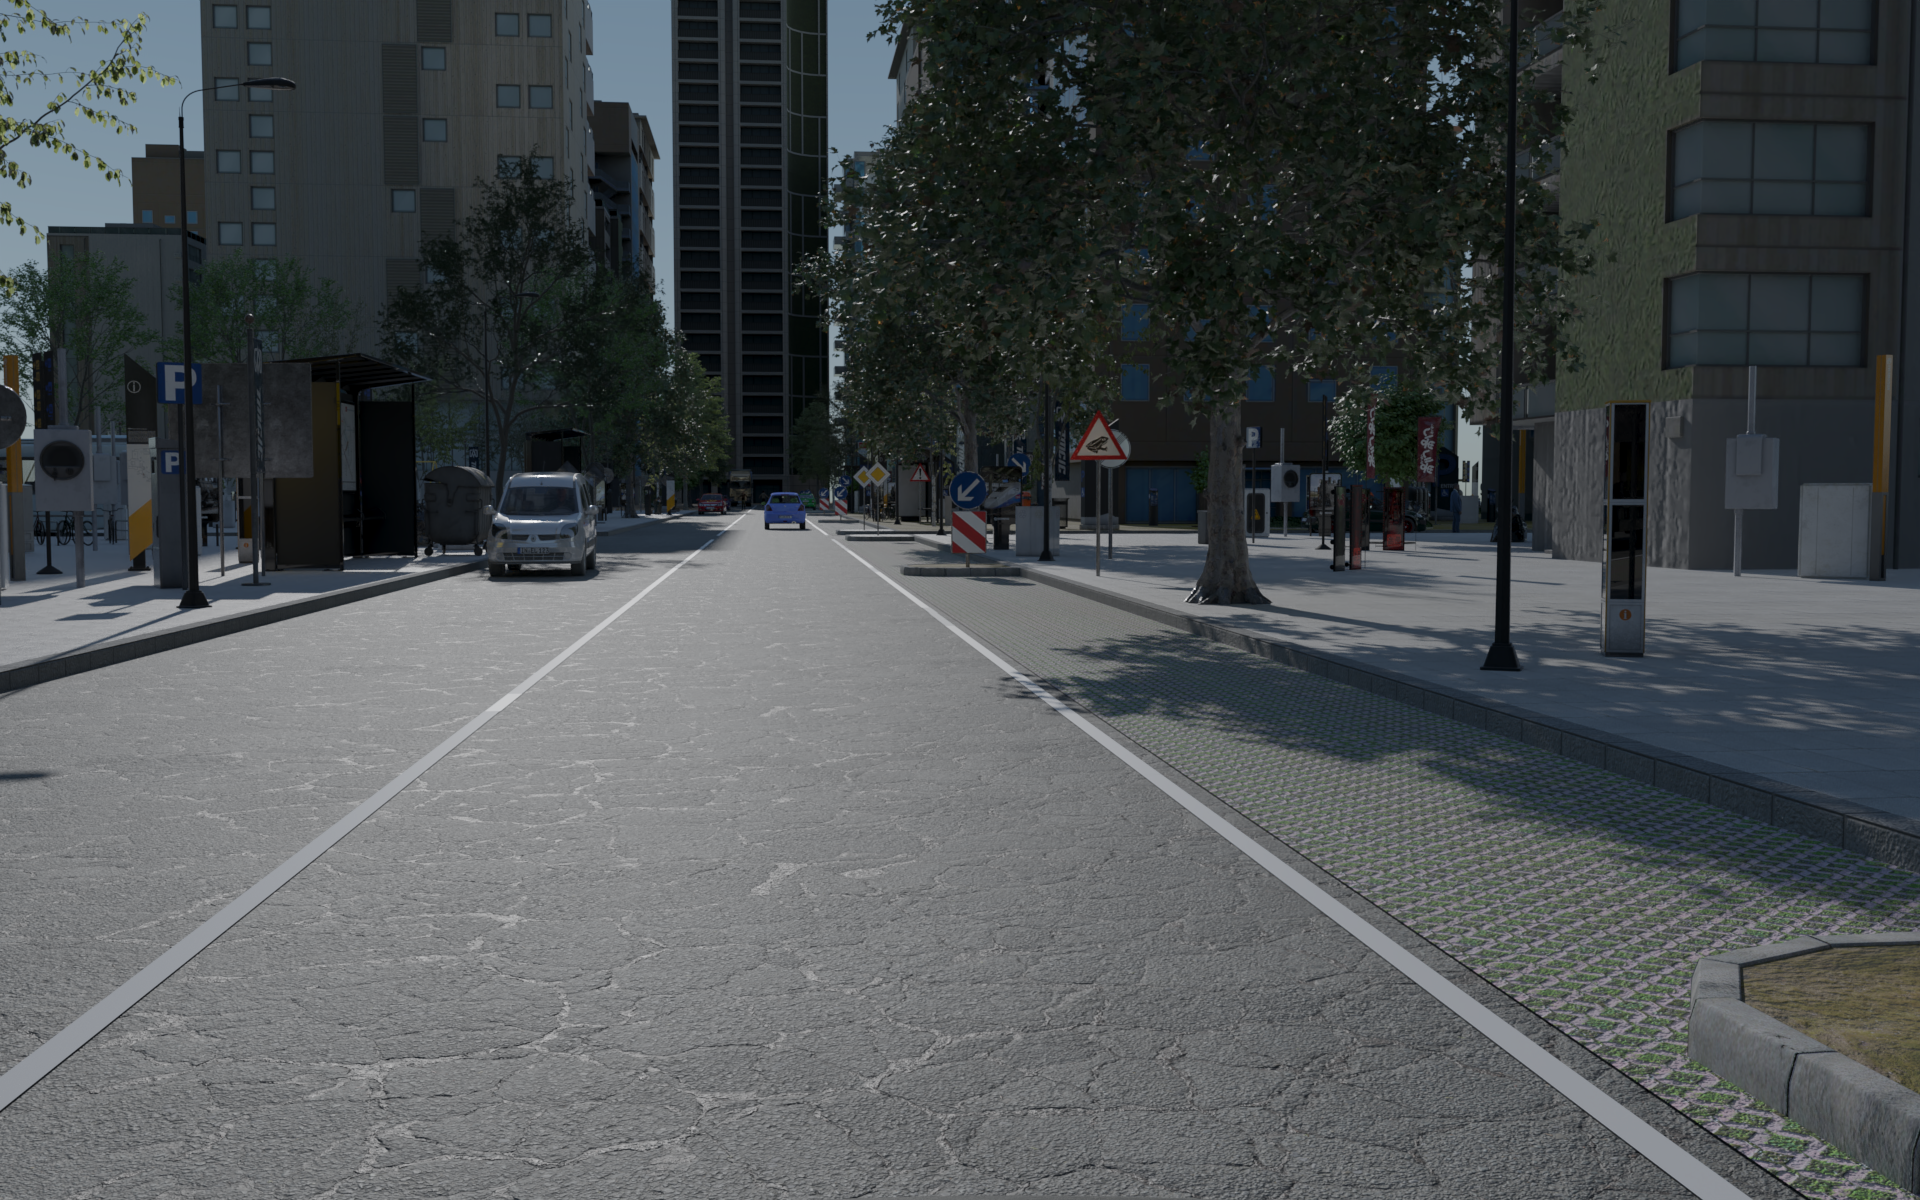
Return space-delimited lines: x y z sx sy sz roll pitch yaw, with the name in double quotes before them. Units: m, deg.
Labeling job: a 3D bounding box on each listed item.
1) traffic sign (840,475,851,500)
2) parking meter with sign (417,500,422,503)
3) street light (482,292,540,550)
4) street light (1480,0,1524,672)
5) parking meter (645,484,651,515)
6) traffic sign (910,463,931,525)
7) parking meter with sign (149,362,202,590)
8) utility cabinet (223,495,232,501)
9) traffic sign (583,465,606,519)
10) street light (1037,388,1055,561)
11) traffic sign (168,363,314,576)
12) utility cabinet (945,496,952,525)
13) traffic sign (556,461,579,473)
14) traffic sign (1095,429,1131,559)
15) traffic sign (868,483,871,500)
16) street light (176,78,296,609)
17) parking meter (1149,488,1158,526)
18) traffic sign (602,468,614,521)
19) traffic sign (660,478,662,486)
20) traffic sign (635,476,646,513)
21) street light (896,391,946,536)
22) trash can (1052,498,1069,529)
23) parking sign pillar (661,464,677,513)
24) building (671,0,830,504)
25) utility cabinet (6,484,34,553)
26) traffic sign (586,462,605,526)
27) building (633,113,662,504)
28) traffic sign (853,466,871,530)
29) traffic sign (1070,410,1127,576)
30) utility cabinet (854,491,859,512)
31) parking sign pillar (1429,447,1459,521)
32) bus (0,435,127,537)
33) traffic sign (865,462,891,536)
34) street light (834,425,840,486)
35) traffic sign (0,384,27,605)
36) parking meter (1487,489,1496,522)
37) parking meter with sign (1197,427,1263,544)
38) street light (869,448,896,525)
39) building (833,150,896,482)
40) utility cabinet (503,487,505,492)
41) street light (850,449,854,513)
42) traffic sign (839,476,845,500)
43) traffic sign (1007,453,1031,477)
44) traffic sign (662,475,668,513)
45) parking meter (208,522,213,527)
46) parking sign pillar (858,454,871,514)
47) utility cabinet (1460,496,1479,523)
"traffic sign" -7.740 -7.177 117.442 0.768 2.556 0.104 0 4 -1
"parking meter with sign" -40.918 -8.134 129.246 0.543 3.016 1.738 2 4 27
"street light" -10.353 -4.122 39.928 1.470 5.913 1.316 0 4 -6
"street light" 3.428 -2.441 12.452 1.470 5.913 1.316 0 4 -6
"parking meter" -18.912 -6.069 104.932 0.255 1.863 0.399 1 4 17
"traffic sign" -1.667 -4.450 72.754 0.884 2.594 0.081 0 4 2
"parking meter with sign" -10.796 -1.680 23.734 0.543 3.016 1.738 -2 4 -33
"utility cabinet" -42.706 -5.465 100.521 1.020 1.237 0.306 0 4 4
"traffic sign" -12.739 -3.468 60.349 0.795 2.450 0.064 0 4 -6
"street light" 1.120 -3.699 33.019 1.470 5.913 1.316 0 4 -6
"traffic sign" -11.189 -2.022 26.938 2.265 3.308 0.079 0 4 2
"utility cabinet" -0.470 -3.673 71.213 0.306 1.237 1.020 0 3 0
"traffic sign" -11.874 -2.983 52.410 0.795 2.450 0.064 0 4 -6
"traffic sign" 2.969 -2.081 34.125 0.768 2.556 0.104 0 4 1
"traffic sign" -5.733 -6.823 111.654 0.768 2.556 0.104 0 4 1
"street light" -8.113 -2.868 19.439 1.470 5.913 1.316 0 4 -6
"parking meter" 7.833 -3.774 70.112 0.372 1.533 0.369 0 3 0
"traffic sign" -17.025 -5.086 83.263 0.768 2.556 0.104 0 4 -5
"traffic sign" -21.851 -7.831 128.148 0.768 2.556 0.104 0 4 -3
"traffic sign" -22.110 -7.330 119.949 0.768 2.556 0.104 0 4 -5
"street light" -1.116 -4.952 53.508 1.470 5.913 1.316 0 4 -6
"trash can" 3.678 -3.196 63.906 0.748 1.137 0.748 0 3 0
"parking sign pillar" -20.238 -7.990 119.104 1.447 3.967 1.447 0 4 -4
"building" -28.194 -48.794 236.028 20.611 71.187 20.563 0 4 -6
"utility cabinet" -20.610 -1.753 37.348 0.318 1.500 1.173 2 4 26
"traffic sign" -14.530 -4.214 69.006 0.768 2.556 0.104 0 3 0
"building" -53.359 -39.612 236.898 27.495 52.752 28.713 0 4 -6
"traffic sign" -3.397 -3.529 61.342 0.795 2.450 0.064 0 4 -6
"traffic sign" 2.155 -1.650 26.976 0.884 2.594 0.081 0 4 3
"utility cabinet" -6.896 -6.862 120.867 0.318 1.500 1.173 2 4 34
"parking sign pillar" 23.399 -5.819 83.609 1.447 3.967 1.447 1 4 13
"bus" -32.594 -3.653 54.589 13.247 3.499 2.948 0 4 -5
"traffic sign" -2.532 -3.044 53.404 0.795 2.450 0.064 0 4 -6
"street light" -7.680 -8.689 114.611 1.470 5.913 1.316 0 4 -6
"traffic sign" -11.107 -1.211 19.905 0.768 2.556 0.104 0 4 -2
"parking meter" 24.138 -4.298 78.679 0.372 1.533 0.369 0 3 0
"parking meter with sign" 6.939 -2.960 44.650 1.738 3.016 0.543 -2 4 -31
"street light" -3.169 -6.125 72.678 1.470 5.913 1.316 0 4 -6
"building" -2.328 -37.978 240.553 30.456 49.044 23.786 0 4 -6
"utility cabinet" -13.118 -2.656 52.098 1.173 1.500 0.318 -1 4 -18
"street light" -5.297 -7.378 93.179 1.470 5.913 1.316 0 4 -6
"traffic sign" -7.938 -7.269 118.955 0.768 2.556 0.104 0 4 0
"traffic sign" 1.824 -3.272 53.611 0.768 2.556 0.104 0 4 0
"traffic sign" -19.544 -7.072 115.725 0.768 2.556 0.104 0 4 -5
"parking meter" -29.026 -3.602 67.308 0.372 1.533 0.369 0 3 0
"parking sign pillar" -6.013 -7.723 114.741 1.447 3.967 1.447 0 4 3
"utility cabinet" 22.119 -3.946 75.678 1.020 1.237 0.306 0 4 -6
